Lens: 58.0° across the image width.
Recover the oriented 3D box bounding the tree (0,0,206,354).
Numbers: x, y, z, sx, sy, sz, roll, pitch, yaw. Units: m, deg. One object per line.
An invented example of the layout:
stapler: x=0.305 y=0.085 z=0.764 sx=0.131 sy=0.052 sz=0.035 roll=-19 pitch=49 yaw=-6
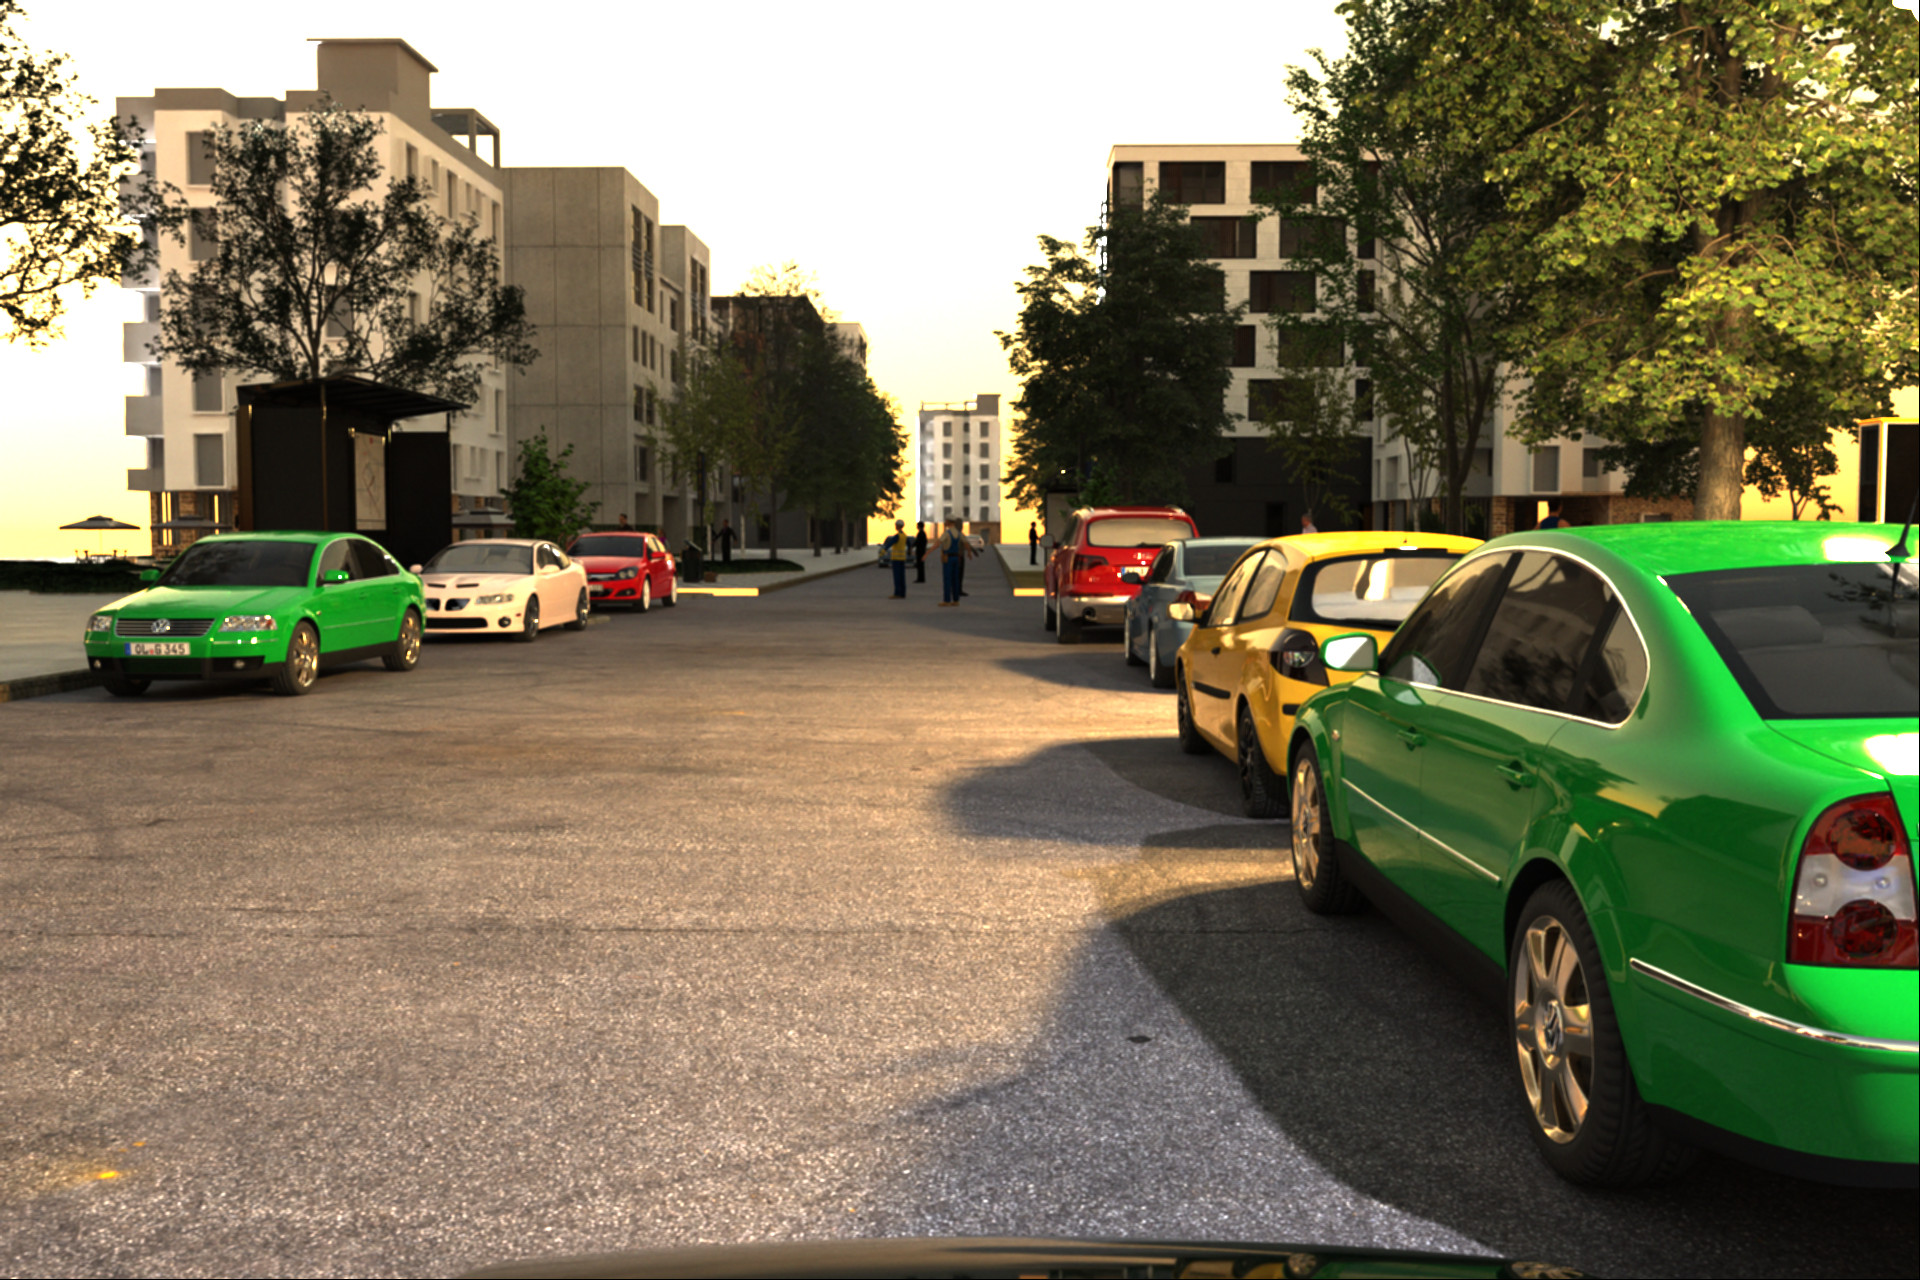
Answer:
tree: x=-12.489 y=-5.197 z=19.379 sx=8.767 sy=10.594 sz=7.601 roll=1 pitch=4 yaw=21

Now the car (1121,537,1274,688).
car: x=2.663 y=-0.329 z=17.380 sx=2.014 sy=1.417 sz=4.499 roll=0 pitch=4 yaw=0

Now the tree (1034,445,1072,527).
tree: x=7.517 y=-11.177 z=133.106 sx=4.737 sy=8.622 sz=4.395 roll=0 pitch=3 yaw=0

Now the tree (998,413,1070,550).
tree: x=6.972 y=-13.603 z=140.540 sx=7.486 sy=12.596 sz=7.792 roll=0 pitch=3 yaw=0

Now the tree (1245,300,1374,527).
tree: x=10.988 y=-6.342 z=54.050 sx=4.737 sy=8.622 sz=4.395 roll=0 pitch=3 yaw=0

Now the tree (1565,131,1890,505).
tree: x=24.089 y=-9.058 z=54.751 sx=9.857 sy=13.997 sz=8.962 roll=0 pitch=3 yaw=0

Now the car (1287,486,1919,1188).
car: x=2.185 y=0.221 z=5.179 sx=1.959 sy=1.807 sz=4.718 roll=0 pitch=4 yaw=0

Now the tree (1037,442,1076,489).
tree: x=7.582 y=-10.854 z=127.827 sx=4.360 sy=8.622 sz=3.978 roll=0 pitch=3 yaw=0

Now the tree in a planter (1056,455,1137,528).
tree in a planter: x=3.072 y=-2.561 z=39.099 sx=1.991 sy=3.239 sz=1.994 roll=0 pitch=4 yaw=0

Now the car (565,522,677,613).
car: x=-6.559 y=-1.456 z=32.849 sx=2.155 sy=1.783 sz=4.494 roll=0 pitch=4 yaw=1

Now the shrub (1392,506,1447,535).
shrub: x=13.045 y=-2.733 z=48.718 sx=1.661 sy=2.075 sz=1.752 roll=0 pitch=3 yaw=0

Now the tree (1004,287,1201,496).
tree: x=7.166 y=-10.612 z=83.882 sx=12.009 sy=13.543 sz=11.850 roll=0 pitch=3 yaw=0

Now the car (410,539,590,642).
car: x=-6.545 y=-0.739 z=24.446 sx=2.083 sy=1.381 sz=4.827 roll=0 pitch=4 yaw=1

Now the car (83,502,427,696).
car: x=-6.639 y=-0.486 z=16.748 sx=1.959 sy=1.807 sz=4.718 roll=0 pitch=4 yaw=1

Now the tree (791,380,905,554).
tree: x=-7.767 y=-11.410 z=112.306 sx=9.928 sy=11.665 sz=9.643 roll=0 pitch=3 yaw=0

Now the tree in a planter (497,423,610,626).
tree in a planter: x=-6.753 y=-1.877 z=27.913 sx=1.991 sy=3.239 sz=1.994 roll=0 pitch=4 yaw=2

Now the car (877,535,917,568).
car: x=-2.544 y=-3.836 z=74.718 sx=2.014 sy=1.417 sz=4.499 roll=0 pitch=4 yaw=1

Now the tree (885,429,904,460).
tree: x=-13.619 y=-23.175 z=234.806 sx=12.611 sy=20.169 sz=13.585 roll=0 pitch=3 yaw=0

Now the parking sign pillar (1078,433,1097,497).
parking sign pillar: x=3.408 y=-3.565 z=46.765 sx=1.447 sy=3.967 sz=1.447 roll=0 pitch=4 yaw=2

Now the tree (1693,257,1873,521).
tree: x=21.130 y=-5.722 z=43.915 sx=4.737 sy=8.622 sz=4.395 roll=0 pitch=3 yaw=0

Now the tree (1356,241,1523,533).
tree: x=11.558 y=-5.672 z=43.099 sx=4.737 sy=8.622 sz=4.395 roll=0 pitch=3 yaw=0

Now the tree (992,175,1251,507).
tree: x=6.045 y=-9.601 z=63.624 sx=9.857 sy=13.997 sz=8.962 roll=0 pitch=3 yaw=0

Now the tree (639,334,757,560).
tree: x=-9.345 y=-6.880 z=62.850 sx=4.737 sy=8.622 sz=4.395 roll=0 pitch=3 yaw=0

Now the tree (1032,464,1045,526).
tree: x=14.040 y=-19.958 z=232.968 sx=9.857 sy=13.997 sz=8.962 roll=0 pitch=3 yaw=0

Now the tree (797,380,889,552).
tree: x=-8.487 y=-12.559 z=123.464 sx=7.486 sy=12.596 sz=7.792 roll=0 pitch=3 yaw=0

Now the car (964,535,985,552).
car: x=0.970 y=-7.745 z=138.992 sx=2.083 sy=1.381 sz=4.827 roll=0 pitch=4 yaw=1

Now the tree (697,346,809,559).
tree: x=-8.300 y=-7.190 z=67.923 sx=4.737 sy=8.622 sz=4.395 roll=0 pitch=3 yaw=0

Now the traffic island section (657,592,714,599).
traffic island section: x=-6.646 y=-0.999 z=39.208 sx=1.991 sy=0.108 sz=1.994 roll=0 pitch=4 yaw=1

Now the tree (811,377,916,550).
tree: x=-8.415 y=-14.244 z=139.539 sx=9.857 sy=13.997 sz=8.962 roll=0 pitch=3 yaw=0

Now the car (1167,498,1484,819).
car: x=2.286 y=0.005 z=10.147 sx=2.015 sy=1.641 sz=3.980 roll=0 pitch=4 yaw=0

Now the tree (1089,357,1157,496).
tree: x=6.788 y=-7.505 z=73.075 sx=4.737 sy=8.622 sz=4.395 roll=0 pitch=3 yaw=0

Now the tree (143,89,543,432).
tree: x=-12.742 y=-6.204 z=35.848 sx=8.767 sy=10.594 sz=7.601 roll=0 pitch=4 yaw=-3

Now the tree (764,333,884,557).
tree: x=-7.774 y=-10.966 z=97.418 sx=7.486 sy=12.596 sz=7.792 roll=0 pitch=3 yaw=0

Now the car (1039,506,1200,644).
car: x=2.270 y=-0.943 z=24.090 sx=2.281 sy=1.827 sz=5.304 roll=0 pitch=4 yaw=0
